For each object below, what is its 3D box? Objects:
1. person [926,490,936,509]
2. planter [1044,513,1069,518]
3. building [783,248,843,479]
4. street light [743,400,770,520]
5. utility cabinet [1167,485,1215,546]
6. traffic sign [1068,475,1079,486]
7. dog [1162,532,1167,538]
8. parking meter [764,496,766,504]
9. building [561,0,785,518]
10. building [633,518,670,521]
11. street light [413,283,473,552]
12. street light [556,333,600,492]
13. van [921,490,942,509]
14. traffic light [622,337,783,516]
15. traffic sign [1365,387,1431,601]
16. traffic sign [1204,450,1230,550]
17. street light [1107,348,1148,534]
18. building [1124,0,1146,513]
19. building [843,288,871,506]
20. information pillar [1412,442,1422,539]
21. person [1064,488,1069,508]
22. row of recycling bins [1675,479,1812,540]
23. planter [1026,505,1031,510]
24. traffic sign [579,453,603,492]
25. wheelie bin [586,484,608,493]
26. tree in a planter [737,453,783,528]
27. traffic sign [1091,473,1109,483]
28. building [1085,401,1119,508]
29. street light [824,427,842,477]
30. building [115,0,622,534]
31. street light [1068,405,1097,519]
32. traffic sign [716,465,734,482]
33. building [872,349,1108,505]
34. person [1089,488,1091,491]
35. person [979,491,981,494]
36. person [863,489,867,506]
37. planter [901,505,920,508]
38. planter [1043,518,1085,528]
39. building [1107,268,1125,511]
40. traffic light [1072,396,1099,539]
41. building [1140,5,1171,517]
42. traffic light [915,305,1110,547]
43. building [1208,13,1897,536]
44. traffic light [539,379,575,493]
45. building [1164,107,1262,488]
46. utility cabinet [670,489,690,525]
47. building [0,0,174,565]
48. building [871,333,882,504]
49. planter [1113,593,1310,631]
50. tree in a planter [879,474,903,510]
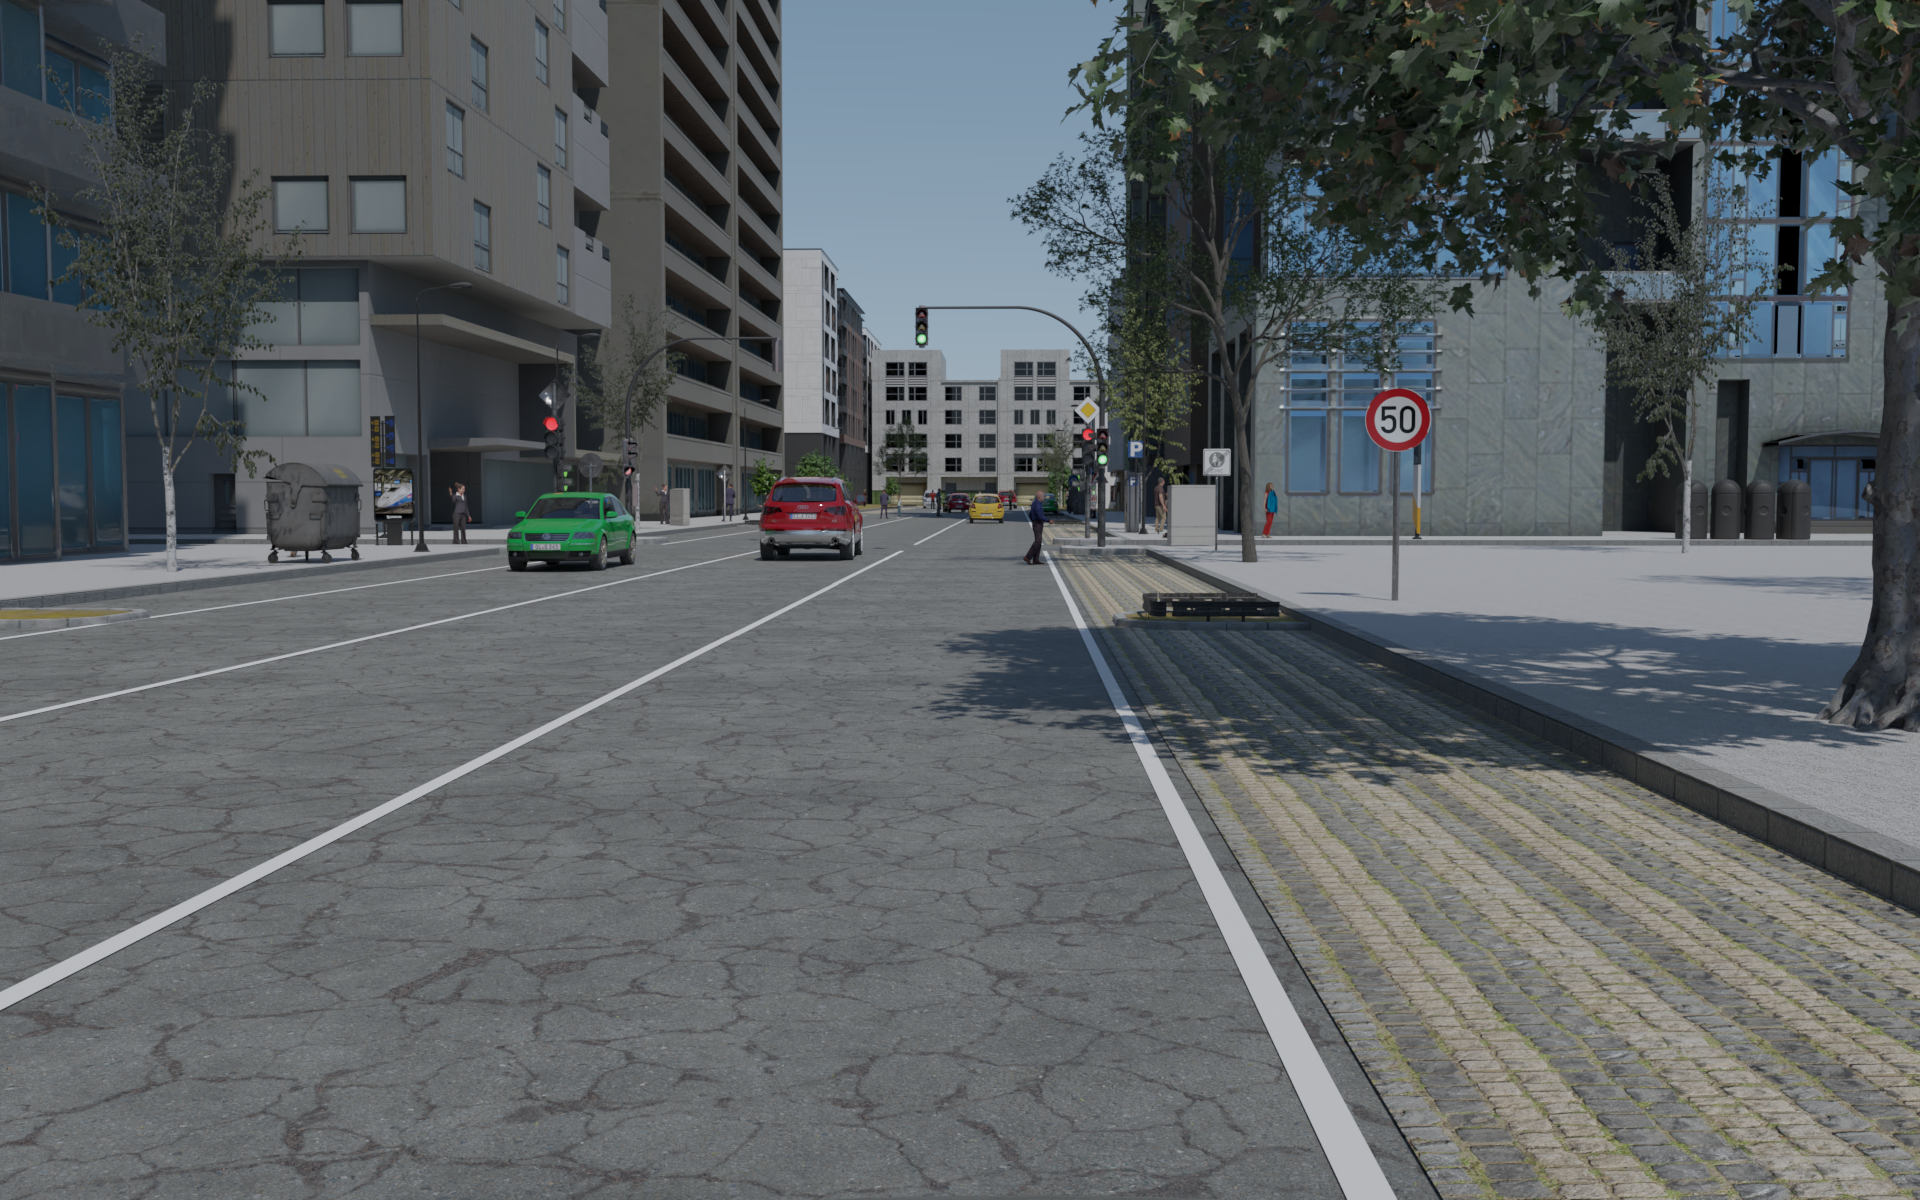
[{"bbox_3d":[-2.537,-9.398,162.087,1.348,1.831,0.705,1,4,12],"label":"person"},{"bbox_3d":[5.363,-4.920,101.574,1.991,0.319,1.994,0,4,2],"label":"planter"},{"bbox_3d":[-25.495,-18.257,142.472,27.936,21.610,32.646,0,4,2],"label":"building"},{"bbox_3d":[-10.023,-6.889,85.172,1.470,5.913,1.316,0,4,2],"label":"street light"},{"bbox_3d":[5.703,-2.077,42.639,1.173,1.500,0.318,-1,4,-14],"label":"utility cabinet"},{"bbox_3d":[7.522,-6.983,114.286,0.768,2.556,0.104,1,4,11],"label":"traffic sign"},{"bbox_3d":[6.135,-1.989,50.259,0.550,0.427,0.748,1,4,12],"label":"dog"},{"bbox_3d":[-10.835,-5.591,97.130,0.255,1.863,0.399,0,3,0],"label":"parking meter"},{"bbox_3d":[-23.579,-29.921,112.907,21.300,48.544,21.600,0,4,2],"label":"building"},{"bbox_3d":[-24.171,-28.549,90.472,21.300,48.544,21.600,0,4,2],"label":"building"},{"bbox_3d":[-11.399,-4.017,38.217,1.470,5.913,1.316,0,4,2],"label":"street light"},{"bbox_3d":[-11.114,-4.752,50.243,1.470,5.913,1.316,0,4,2],"label":"street light"},{"bbox_3d":[-2.818,-10.080,171.824,2.013,2.044,4.112,0,4,0],"label":"van"},{"bbox_3d":[-7.521,-4.624,50.264,4.771,5.953,1.251,0,4,2],"label":"traffic light"},{"bbox_3d":[5.238,-1.264,20.778,0.768,2.556,0.104,1,4,10],"label":"traffic sign"},{"bbox_3d":[5.831,-2.278,39.367,0.606,2.300,0.079,1,4,11],"label":"traffic sign"},{"bbox_3d":[5.303,-5.045,55.033,1.470,5.913,1.316,0,4,2],"label":"street light"},{"bbox_3d":[18.111,-26.498,116.843,14.154,41.232,14.086,0,4,2],"label":"building"},{"bbox_3d":[-27.310,-20.930,186.184,32.646,21.610,27.936,0,4,2],"label":"building"},{"bbox_3d":[12.967,-3.533,49.116,0.183,3.616,0.504,0,4,-2],"label":"information pillar"},{"bbox_3d":[9.620,-9.133,155.373,0.705,1.824,1.348,2,4,24],"label":"person"},{"bbox_3d":[22.117,-2.556,48.898,3.534,1.692,1.069,1,4,11],"label":"row of recycling bins"},{"bbox_3d":[7.856,-9.672,179.271,1.991,0.319,1.994,0,4,2],"label":"planter"},{"bbox_3d":[-11.456,-3.281,53.748,0.768,2.556,0.104,0,4,5],"label":"traffic sign"},{"bbox_3d":[-11.758,-2.940,55.973,0.980,1.594,0.693,0,4,2],"label":"wheelie bin"},{"bbox_3d":[-8.530,-4.755,74.964,1.991,3.239,1.994,0,4,2],"label":"tree in a planter"},{"bbox_3d":[6.787,-5.154,84.268,0.884,2.594,0.081,1,4,10],"label":"traffic sign"},{"bbox_3d":[16.493,-13.059,155.663,9.099,9.664,28.070,0,4,2],"label":"building"},{"bbox_3d":[-8.887,-9.064,120.742,1.470,5.913,1.316,0,4,2],"label":"street light"},{"bbox_3d":[-29.302,-29.159,65.994,28.713,52.752,27.495,0,4,2],"label":"building"},{"bbox_3d":[6.438,-7.182,89.961,1.470,5.913,1.316,0,4,2],"label":"street light"},{"bbox_3d":[-10.549,-4.761,77.581,0.795,2.593,0.064,0,4,3],"label":"traffic sign"},{"bbox_3d":[5.224,-21.651,220.455,31.486,18.905,16.747,0,4,2],"label":"building"},{"bbox_3d":[10.869,-8.519,145.333,0.705,1.824,1.348,-3,5,-39],"label":"person"},{"bbox_3d":[1.988,-9.834,170.227,0.756,1.711,0.436,2,4,29],"label":"person"},{"bbox_3d":[-9.947,-10.552,179.085,0.721,1.766,1.217,-2,4,-31],"label":"person"},{"bbox_3d":[-5.193,-9.661,179.099,1.991,0.319,1.994,0,4,2],"label":"planter"},{"bbox_3d":[4.492,-3.272,74.645,1.991,0.319,1.994,0,4,2],"label":"planter"},{"bbox_3d":[19.543,-16.966,133.807,16.016,20.091,11.380,0,4,2],"label":"building"},{"bbox_3d":[3.660,-3.729,49.886,0.839,4.253,0.868,0,4,2],"label":"traffic light"},{"bbox_3d":[17.634,-20.233,102.515,14.160,30.474,14.107,0,4,2],"label":"building"},{"bbox_3d":[1.310,-4.108,41.831,4.771,5.953,1.251,0,4,2],"label":"traffic light"},{"bbox_3d":[24.824,-45.758,60.817,31.000,86.520,22.319,0,4,2],"label":"building"},{"bbox_3d":[-9.872,-3.266,42.315,0.839,4.253,0.868,0,4,2],"label":"traffic light"},{"bbox_3d":[17.953,-26.728,87.120,14.600,45.320,14.200,0,4,2],"label":"building"},{"bbox_3d":[-11.377,-3.765,70.239,0.318,1.500,1.173,-3,4,-36],"label":"utility cabinet"},{"bbox_3d":[-31.444,-24.963,27.751,30.456,49.044,23.786,0,4,2],"label":"building"},{"bbox_3d":[-27.317,-23.416,226.826,32.646,21.610,27.936,0,4,2],"label":"building"},{"bbox_3d":[2.695,0.127,19.071,1.991,0.319,1.994,0,4,2],"label":"planter"},{"bbox_3d":[-6.049,-9.471,152.080,1.991,3.239,1.994,0,4,2],"label":"tree in a planter"}]
